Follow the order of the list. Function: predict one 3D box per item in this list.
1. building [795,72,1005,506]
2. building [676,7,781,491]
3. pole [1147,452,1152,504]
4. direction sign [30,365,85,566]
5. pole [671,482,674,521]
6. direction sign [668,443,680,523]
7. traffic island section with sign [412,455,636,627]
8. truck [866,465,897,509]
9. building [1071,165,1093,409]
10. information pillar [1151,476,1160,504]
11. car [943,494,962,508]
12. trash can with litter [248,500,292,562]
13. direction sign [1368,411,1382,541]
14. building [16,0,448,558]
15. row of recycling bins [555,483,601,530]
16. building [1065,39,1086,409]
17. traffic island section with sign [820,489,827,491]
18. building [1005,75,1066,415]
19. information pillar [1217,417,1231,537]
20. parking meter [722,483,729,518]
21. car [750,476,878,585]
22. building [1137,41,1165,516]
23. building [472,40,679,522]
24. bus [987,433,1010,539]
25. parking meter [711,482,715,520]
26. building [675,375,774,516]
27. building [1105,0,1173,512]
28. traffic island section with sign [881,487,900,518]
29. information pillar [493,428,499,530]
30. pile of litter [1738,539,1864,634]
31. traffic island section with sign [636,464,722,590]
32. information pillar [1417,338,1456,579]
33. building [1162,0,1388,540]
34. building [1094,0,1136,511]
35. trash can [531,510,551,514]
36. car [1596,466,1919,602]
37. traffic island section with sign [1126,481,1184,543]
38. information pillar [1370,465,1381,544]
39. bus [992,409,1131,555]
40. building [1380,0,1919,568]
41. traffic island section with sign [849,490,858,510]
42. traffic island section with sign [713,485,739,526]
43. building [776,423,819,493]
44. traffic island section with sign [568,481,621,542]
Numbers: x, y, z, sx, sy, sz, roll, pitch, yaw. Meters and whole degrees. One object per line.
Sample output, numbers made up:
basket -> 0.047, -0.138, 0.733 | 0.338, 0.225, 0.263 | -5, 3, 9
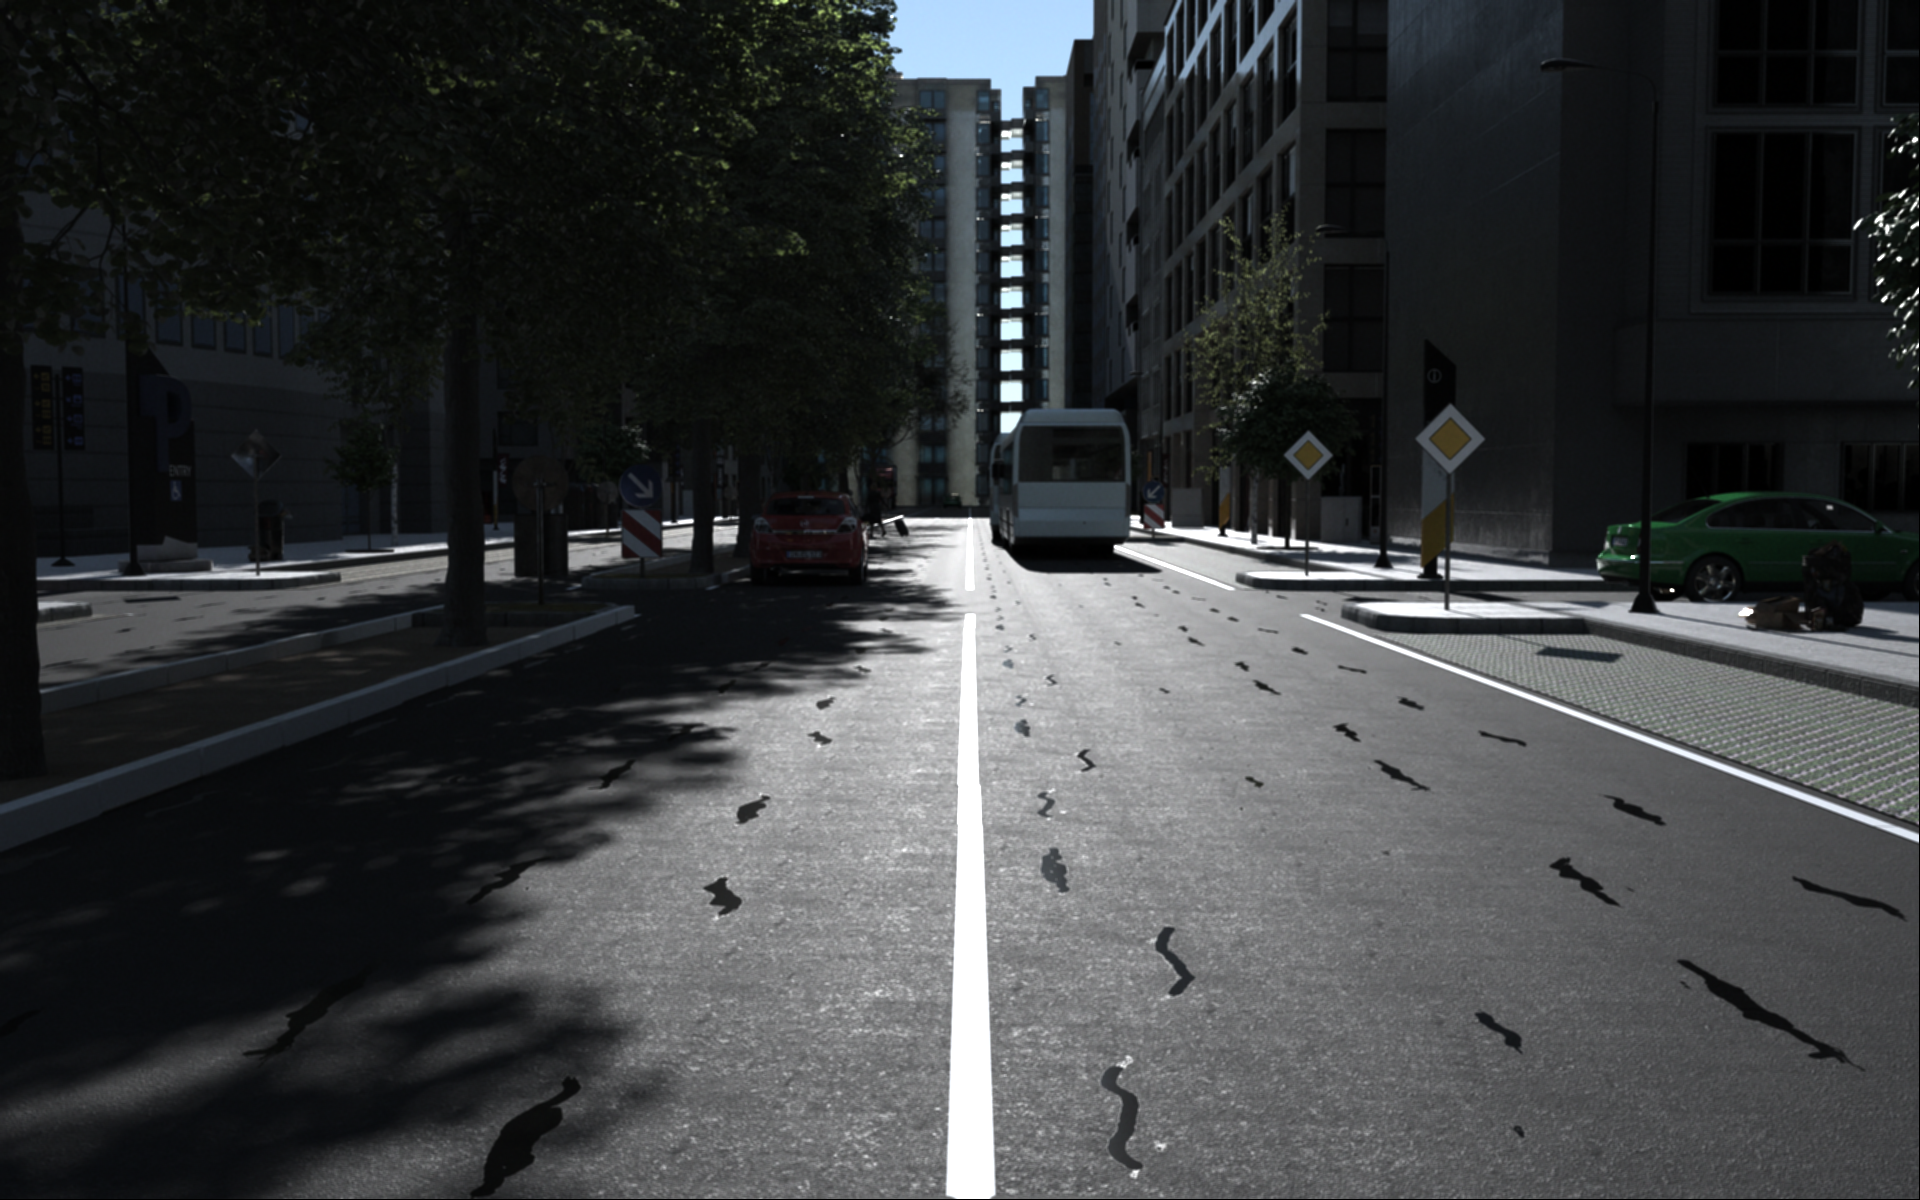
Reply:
building -> -9.487, -35.466, 199.483 | 30.456, 49.044, 23.786 | 0, 4, 0
building -> -22.103, -29.851, 138.167 | 14.600, 45.320, 14.200 | 0, 4, 0
pole -> 9.096, -5.468, 83.251 | 0.158, 3.312, 0.155 | 0, 3, 0
direction sign -> -15.994, -2.372, 30.774 | 0.379, 3.537, 0.876 | 3, 5, 40
pole -> -13.807, -5.475, 83.357 | 0.158, 3.312, 0.155 | 0, 3, 0
direction sign -> -12.542, -5.138, 76.009 | 0.379, 3.537, 0.876 | -3, 5, -44
traffic island section with sign -> -4.876, -0.695, 19.502 | 2.006, 1.907, 1.989 | 0, 4, 0
truck -> -7.470, -10.955, 168.024 | 2.839, 4.237, 11.283 | 0, 4, -1
building -> 16.795, -23.418, 154.590 | 14.160, 30.474, 14.107 | 0, 4, 0
information pillar -> 8.060, -4.104, 71.588 | 0.304, 2.012, 0.304 | -1, 4, -9
car -> -0.739, -10.082, 173.638 | 1.959, 1.807, 4.718 | 0, 4, 2
trash can with litter -> -13.248, -1.334, 33.190 | 0.624, 1.170, 1.055 | 0, 4, -5
direction sign -> 11.371, -3.386, 47.363 | 0.379, 3.537, 0.876 | 3, 5, 40
building -> -27.713, -30.738, 44.563 | 21.231, 58.520, 28.212 | 0, 4, 0
row of recycling bins -> -13.830, -3.396, 62.643 | 1.069, 1.692, 3.534 | 0, 4, 5
building -> 17.522, -31.716, 168.668 | 14.600, 45.320, 14.200 | 0, 4, 0
traffic island section with sign -> -10.157, -7.368, 129.102 | 1.989, 1.847, 2.006 | 0, 4, 0
building -> 20.961, -35.386, 198.164 | 30.456, 49.044, 23.786 | 0, 4, 0
information pillar -> 7.987, -3.726, 52.280 | 0.183, 3.616, 0.504 | -1, 4, -23
parking meter -> -12.397, -5.248, 91.521 | 0.255, 1.863, 0.399 | 1, 4, 8
car -> -2.454, -1.208, 28.790 | 2.155, 1.783, 4.494 | 0, 4, -2
building -> 16.440, -16.738, 91.682 | 12.078, 24.808, 19.932 | 0, 4, 0
building -> -21.815, -19.053, 83.217 | 14.160, 30.474, 14.107 | 0, 4, 0
bus -> 2.325, -3.893, 58.510 | 2.948, 3.499, 13.247 | 0, 4, 1
parking meter -> -12.447, -4.935, 86.405 | 0.399, 1.863, 0.255 | 3, 5, 43
building -> -28.130, -16.659, 117.419 | 27.650, 21.520, 28.899 | 0, 4, 0
building -> 24.482, -32.397, 118.929 | 28.713, 52.752, 27.495 | 0, 4, 0
traffic island section with sign -> -4.394, -5.744, 102.046 | 2.006, 1.907, 1.989 | 0, 4, 0
information pillar -> -16.590, -4.312, 61.852 | 0.183, 3.616, 0.504 | 0, 4, -7
pile of litter -> 8.075, -0.167, 16.696 | 1.719, 0.858, 1.176 | -3, 4, -36
traffic island section with sign -> -4.823, -1.148, 26.909 | 2.006, 1.907, 1.989 | 0, 4, 0
information pillar -> 7.216, -2.130, 26.173 | 0.504, 3.616, 0.183 | 0, 4, -4
building -> 19.090, -15.906, 64.581 | 19.350, 26.468, 34.151 | 0, 4, 0
building -> 18.124, -29.963, 140.001 | 14.600, 45.320, 14.200 | 0, 4, 0
trash can -> -13.266, -2.642, 54.855 | 0.748, 1.137, 0.748 | 0, 3, 0
car -> 10.784, -0.834, 22.436 | 4.718, 1.807, 1.959 | 0, 4, 1
traffic island section with sign -> 5.604, -2.640, 51.786 | 1.989, 1.847, 2.006 | 0, 4, 0
information pillar -> 10.672, -2.429, 44.205 | 0.304, 2.012, 0.304 | 3, 5, 40
bus -> 2.397, -3.003, 43.963 | 2.948, 3.499, 13.247 | 0, 4, 0
building -> 25.137, -13.176, 34.491 | 30.058, 24.678, 14.314 | 0, 4, 0
traffic island section with sign -> -9.999, -9.086, 157.190 | 1.989, 1.847, 2.006 | 0, 4, 0
traffic island section with sign -> -10.452, -4.299, 78.923 | 1.989, 1.847, 2.006 | 0, 4, 0
building -> -30.051, -52.062, 163.883 | 31.000, 86.520, 22.319 | 0, 4, 0
traffic island section with sign -> -10.613, -2.646, 51.890 | 1.989, 1.847, 2.006 | 0, 4, 0
